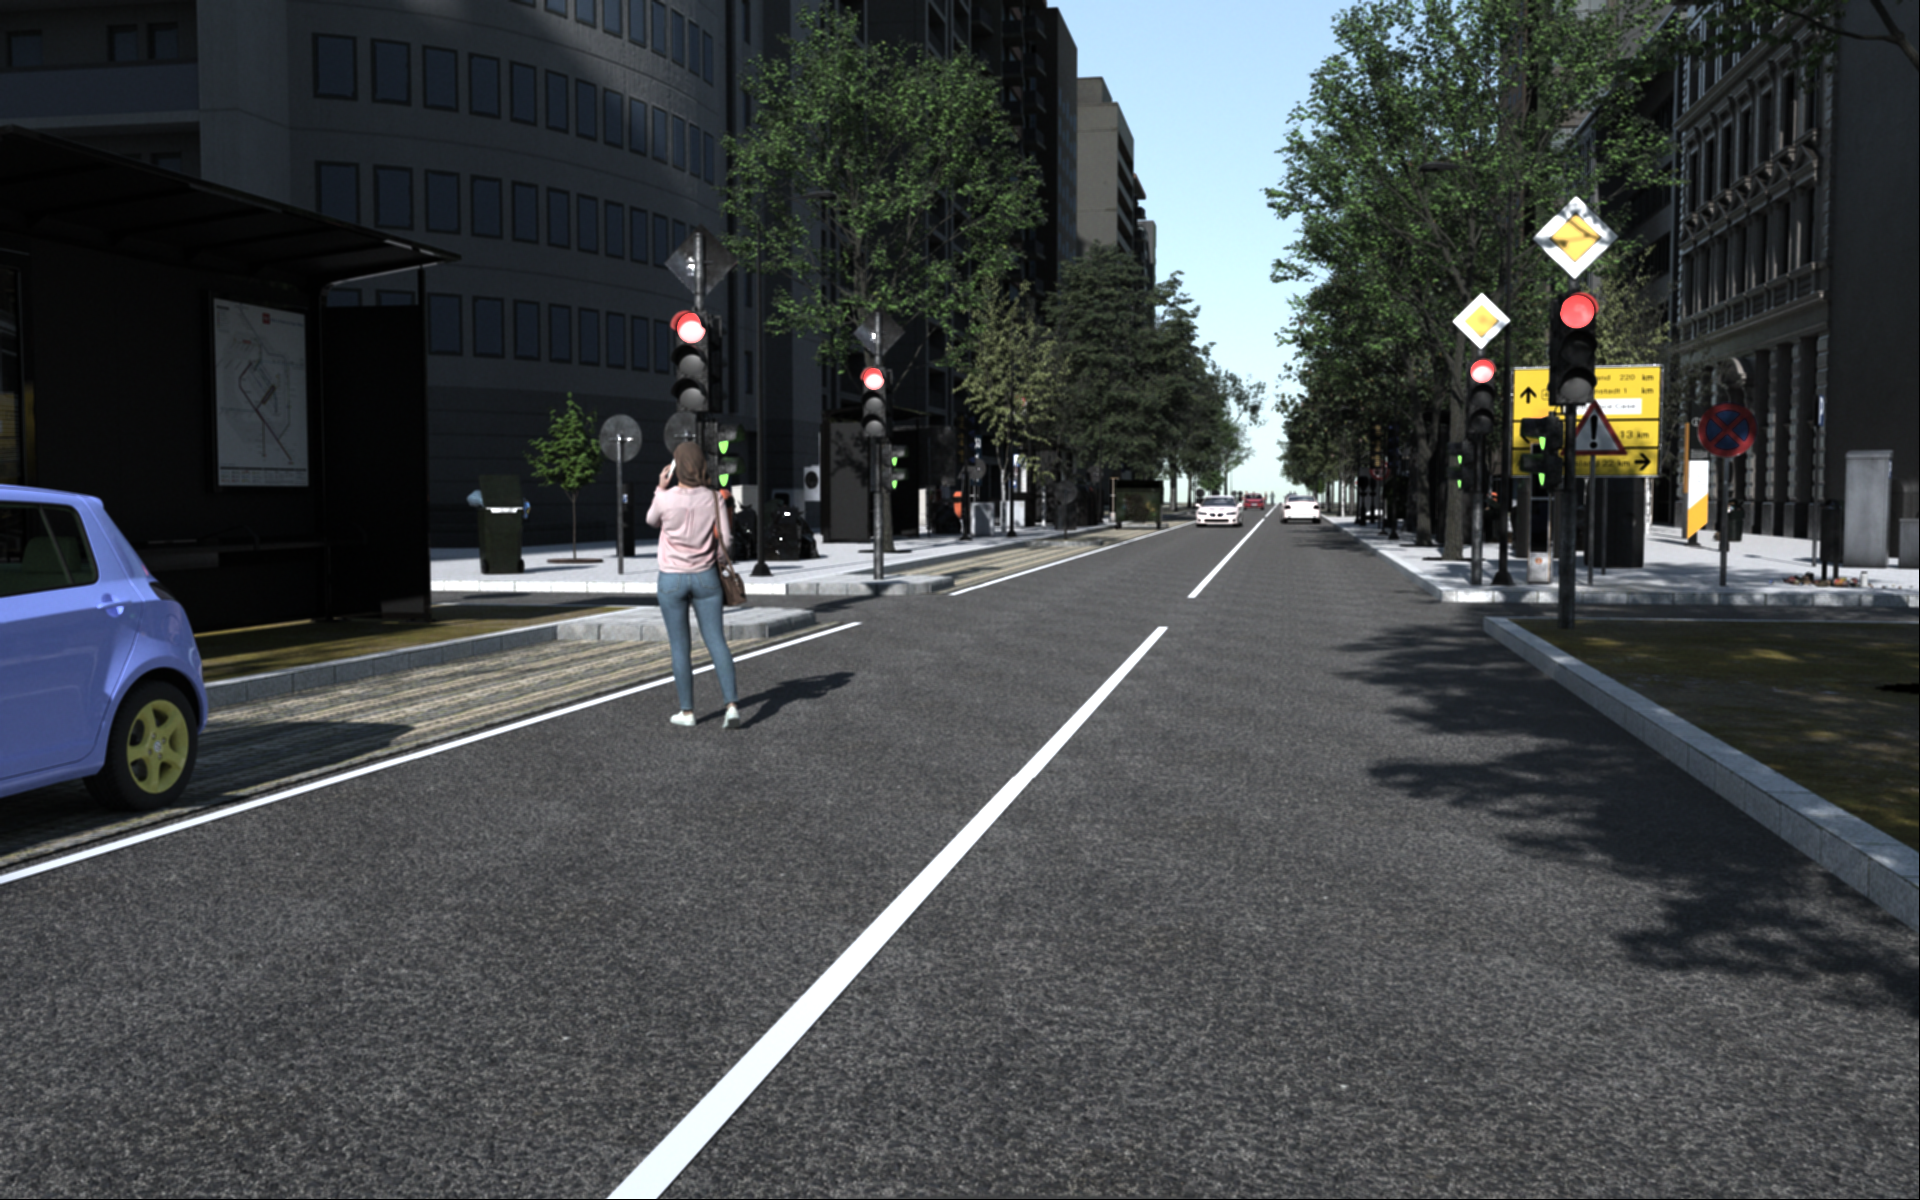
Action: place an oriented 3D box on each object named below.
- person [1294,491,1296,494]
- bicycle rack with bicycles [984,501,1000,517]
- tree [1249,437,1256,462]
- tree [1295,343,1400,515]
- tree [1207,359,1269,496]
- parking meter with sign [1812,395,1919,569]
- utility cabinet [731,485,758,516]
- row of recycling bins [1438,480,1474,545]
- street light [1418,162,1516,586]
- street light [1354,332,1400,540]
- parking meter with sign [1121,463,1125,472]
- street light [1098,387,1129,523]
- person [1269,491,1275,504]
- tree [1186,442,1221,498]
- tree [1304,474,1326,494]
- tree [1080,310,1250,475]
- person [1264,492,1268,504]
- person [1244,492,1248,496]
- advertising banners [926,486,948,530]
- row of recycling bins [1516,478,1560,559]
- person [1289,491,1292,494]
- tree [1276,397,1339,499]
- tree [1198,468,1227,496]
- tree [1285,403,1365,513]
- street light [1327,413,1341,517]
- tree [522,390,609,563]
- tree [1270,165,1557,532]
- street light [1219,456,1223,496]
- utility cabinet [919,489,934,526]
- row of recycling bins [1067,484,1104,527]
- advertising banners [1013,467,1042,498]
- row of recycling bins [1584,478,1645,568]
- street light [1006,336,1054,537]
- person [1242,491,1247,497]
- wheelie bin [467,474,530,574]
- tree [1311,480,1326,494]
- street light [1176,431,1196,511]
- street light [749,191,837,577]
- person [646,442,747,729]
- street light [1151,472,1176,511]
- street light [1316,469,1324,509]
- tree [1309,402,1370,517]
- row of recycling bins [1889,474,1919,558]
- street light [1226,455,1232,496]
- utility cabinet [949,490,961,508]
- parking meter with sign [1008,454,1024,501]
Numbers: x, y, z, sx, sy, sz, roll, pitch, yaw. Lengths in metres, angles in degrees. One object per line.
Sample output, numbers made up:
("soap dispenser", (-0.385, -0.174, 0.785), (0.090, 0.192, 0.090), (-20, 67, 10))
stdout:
("person", (46.078, -14.060, 238.519), (1.348, 1.807, 0.705), (0, 4, -4))
("bicycle rack with bicycles", (2.117, -4.796, 91.789), (2.852, 0.926, 2.925), (-1, 4, -20))
("tree", (33.327, -19.237, 224.893), (12.009, 13.543, 11.850), (0, 3, 0))
("tree", (24.682, -11.541, 106.819), (7.486, 12.596, 7.792), (0, 3, 0))
("tree", (37.191, -23.618, 242.039), (12.611, 20.169, 13.585), (0, 3, 0))
("parking meter with sign", (15.790, -2.069, 30.087), (1.738, 3.016, 0.543), (2, 4, 35))
("utility cabinet", (-5.260, -2.081, 42.705), (0.318, 1.500, 1.173), (1, 4, 18))
("row of recycling bins", (12.990, -2.333, 45.262), (1.069, 1.692, 3.534), (1, 4, 13))
("street light", (7.114, -3.167, 24.319), (1.470, 5.913, 1.316), (1, 4, 11))
("street light", (11.714, -4.665, 48.818), (1.470, 5.913, 1.316), (1, 4, 11))
("parking meter with sign", (9.075, -6.126, 96.424), (0.543, 3.016, 1.738), (1, 4, 18))
("street light", (6.664, -6.294, 75.447), (1.470, 5.913, 1.316), (1, 4, 11))
("person", (43.370, -14.192, 240.620), (0.705, 1.814, 1.350), (-2, 4, -29))
("tree", (23.960, -13.685, 174.115), (4.360, 8.622, 3.978), (0, 3, 0))
("tree", (49.486, -15.755, 241.300), (4.285, 4.588, 4.351), (0, 3, 0))
("tree", (12.337, -12.468, 114.218), (12.009, 13.543, 11.850), (0, 3, 0))
("person", (43.942, -14.623, 248.120), (0.750, 1.759, 0.617), (3, 5, 45))
("person", (39.669, -14.058, 239.163), (1.217, 1.723, 0.721), (-2, 4, -24))
("advertising banners", (-0.786, -4.046, 62.342), (0.090, 3.025, 2.074), (1, 4, 21))
("row of recycling bins", (12.073, -1.760, 35.893), (1.069, 1.692, 3.534), (1, 4, 19))
("person", (44.188, -13.643, 231.641), (1.350, 1.814, 0.705), (0, 4, 6))
("tree", (44.317, -18.955, 216.575), (9.857, 13.997, 8.962), (0, 3, 0))
("tree", (28.164, -12.846, 193.740), (4.285, 4.588, 4.351), (0, 3, 0))
("tree", (29.838, -12.528, 139.243), (8.767, 10.594, 7.601), (2, 4, 33))
("street light", (16.372, -6.178, 73.557), (1.470, 5.913, 1.316), (1, 4, 11))
("tree", (-7.376, -2.315, 32.448), (1.663, 3.219, 1.824), (0, 3, 0))
("tree", (15.489, -8.668, 58.725), (9.611, 12.733, 9.660), (0, 3, 0))
("street light", (26.969, -12.892, 183.331), (1.470, 5.913, 1.316), (1, 4, 11))
("utility cabinet", (-1.368, -3.745, 69.906), (0.318, 1.500, 1.173), (1, 4, 15))
("row of recycling bins", (4.842, -3.803, 69.285), (1.069, 1.692, 3.534), (1, 4, 13))
("advertising banners", (3.810, -6.257, 98.483), (2.074, 3.025, 0.090), (-2, 4, -25))
("row of recycling bins", (11.900, -1.494, 31.538), (1.069, 1.692, 3.534), (1, 4, 20))
("street light", (2.065, -4.805, 51.102), (1.470, 5.913, 1.316), (1, 4, 11))
("person", (34.120, -12.125, 207.270), (0.750, 1.759, 0.617), (0, 4, 4))
("wheelie bin", (-7.443, -1.222, 27.895), (0.980, 1.594, 0.693), (-2, 4, -28))
("tree", (50.993, -15.535, 248.600), (1.663, 3.219, 1.824), (0, 3, 0))
("street light", (16.473, -9.481, 127.560), (1.470, 5.913, 1.316), (1, 4, 11))
("street light", (-2.578, -3.319, 26.802), (1.470, 5.913, 1.316), (1, 4, 11))
("person", (-1.587, -0.093, 10.616), (0.593, 1.750, 0.643), (-1, 4, -20))
("street light", (11.920, -7.979, 102.998), (1.470, 5.913, 1.316), (1, 4, 11))
("street light", (21.501, -7.827, 100.506), (1.470, 5.913, 1.316), (1, 4, 11))
("tree", (21.344, -8.858, 95.189), (4.360, 8.622, 3.978), (0, 3, 0))
("row of recycling bins", (19.628, -1.777, 36.170), (1.069, 1.692, 3.534), (1, 4, 23))
("street light", (31.647, -14.369, 207.475), (1.470, 5.913, 1.316), (1, 4, 11))
("utility cabinet", (-0.239, -5.708, 102.003), (1.173, 1.500, 0.318), (0, 4, -3))
("parking meter with sign", (2.335, -4.800, 74.745), (0.543, 3.016, 1.738), (1, 4, 15))
